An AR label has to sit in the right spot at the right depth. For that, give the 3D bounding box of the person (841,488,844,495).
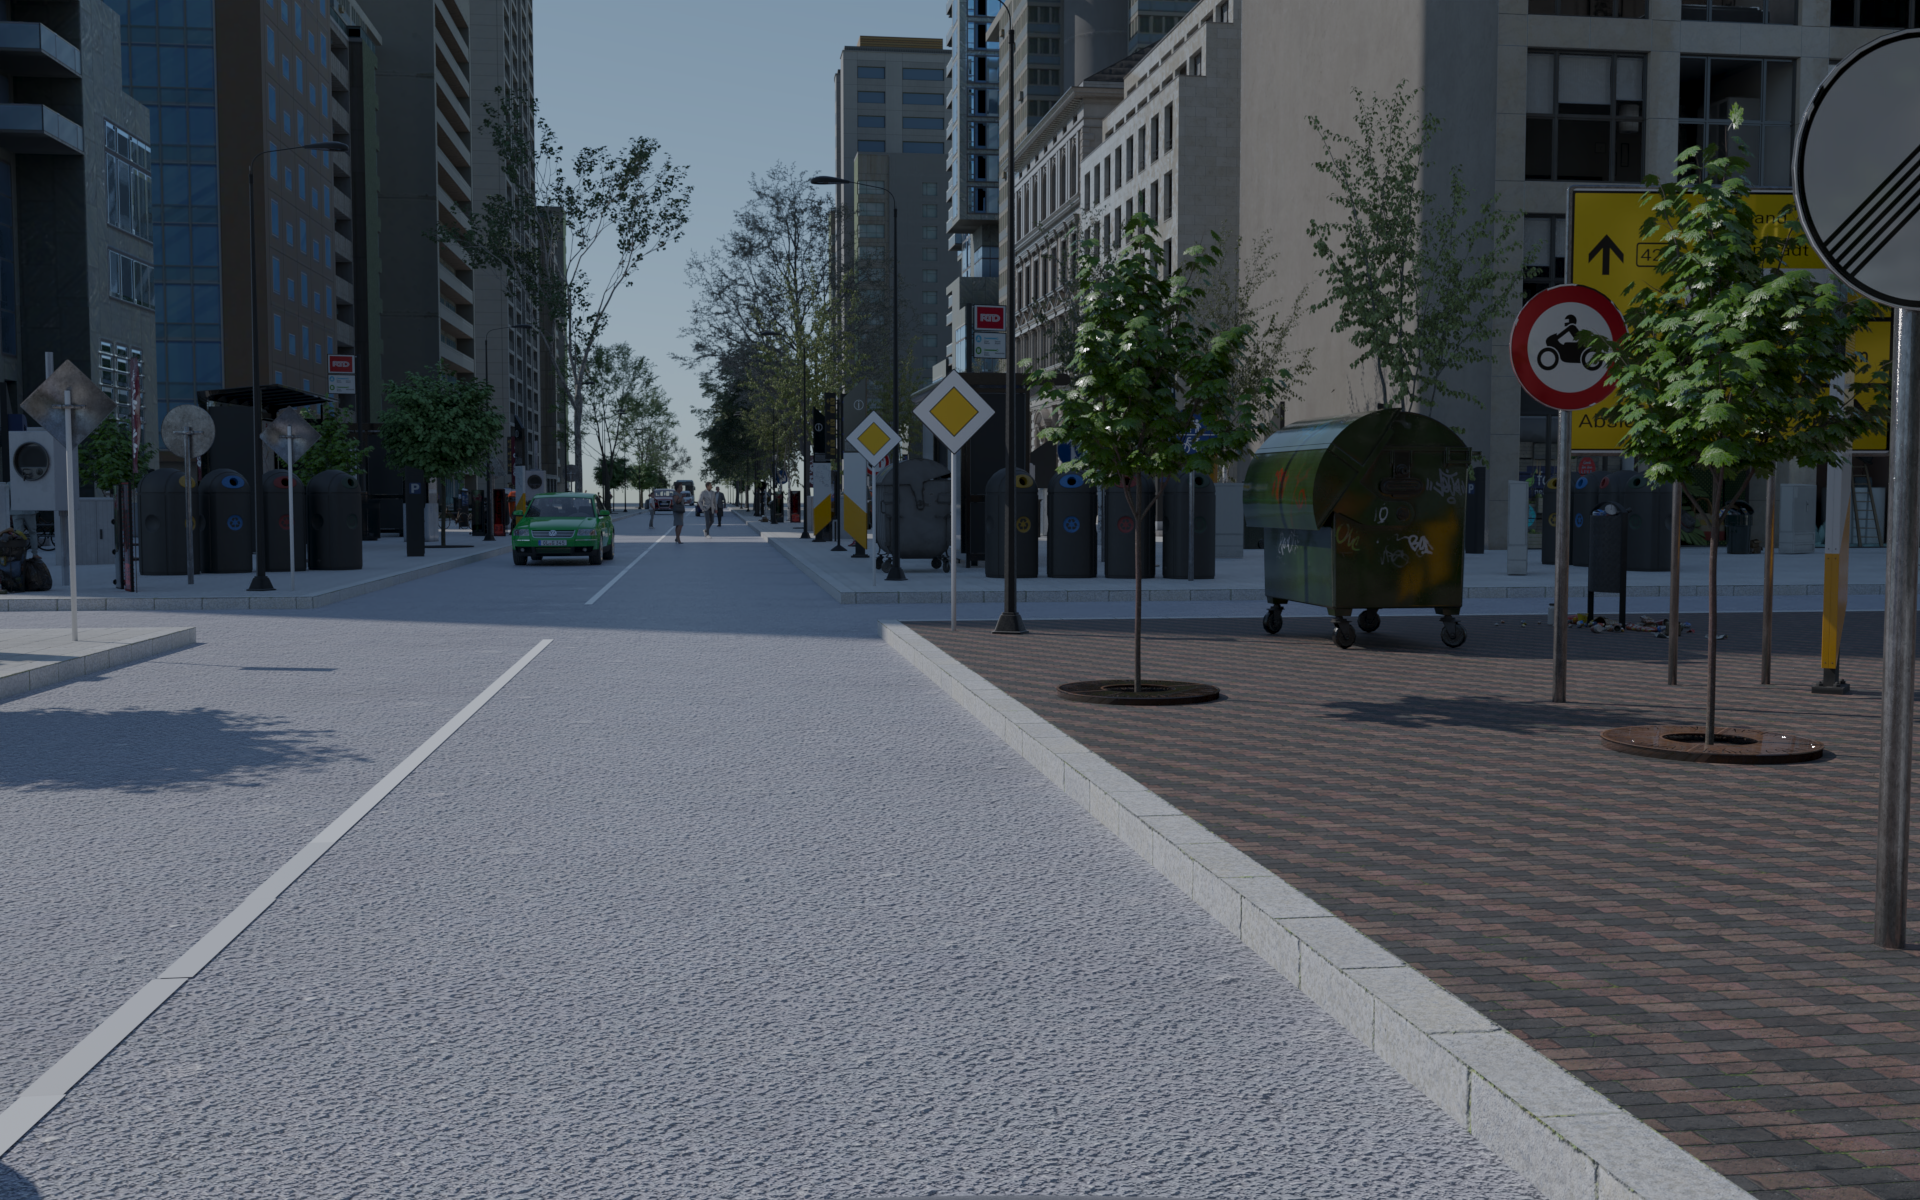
[{"bbox_3d":[-10.930,-9.610,163.244,1.350,1.814,0.705,-3,4,-36],"label":"person"}]

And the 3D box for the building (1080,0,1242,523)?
[{"bbox_3d":[11.874,-13.298,72.176,10.420,20.320,16.860,-1,4,-8],"label":"building"}]

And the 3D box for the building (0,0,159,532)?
[{"bbox_3d":[-36.884,-44.842,45.837,22.319,86.520,31.000,-1,4,-8],"label":"building"}]

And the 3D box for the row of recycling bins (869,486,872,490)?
[{"bbox_3d":[-4.091,-5.056,89.771,3.534,1.692,1.069,1,4,23],"label":"row of recycling bins"}]

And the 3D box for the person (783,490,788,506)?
[{"bbox_3d":[-12.934,-7.556,130.388,0.742,1.727,0.445,-1,4,-16],"label":"person"}]

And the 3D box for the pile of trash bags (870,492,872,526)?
[{"bbox_3d":[-3.614,-3.681,69.934,1.912,1.369,3.447,0,4,-8],"label":"pile of trash bags"}]

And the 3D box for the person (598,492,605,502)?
[{"bbox_3d":[-25.178,-6.810,120.646,0.557,1.426,1.065,3,5,44],"label":"person"}]

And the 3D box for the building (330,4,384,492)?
[{"bbox_3d":[-42.311,-20.145,101.075,14.160,30.474,14.107,-1,4,-8],"label":"building"}]

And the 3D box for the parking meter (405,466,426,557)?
[{"bbox_3d":[-11.170,-1.826,35.565,0.399,1.863,0.255,-1,4,-18],"label":"parking meter"}]

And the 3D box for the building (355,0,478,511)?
[{"bbox_3d":[-52.156,-31.674,141.578,21.300,48.544,21.600,-1,4,-8],"label":"building"}]

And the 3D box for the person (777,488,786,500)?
[{"bbox_3d":[-10.826,-6.041,105.541,0.721,1.743,1.217,-1,4,-22],"label":"person"}]

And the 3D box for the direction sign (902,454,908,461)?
[{"bbox_3d":[-3.368,-6.490,98.106,0.876,3.537,0.379,-1,4,-10],"label":"direction sign"}]

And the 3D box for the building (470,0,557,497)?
[{"bbox_3d":[-62.454,-47.803,219.827,20.563,71.187,20.611,-1,4,-8],"label":"building"}]

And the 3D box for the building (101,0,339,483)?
[{"bbox_3d":[-37.930,-26.321,80.466,14.600,45.320,14.200,-1,4,-8],"label":"building"}]

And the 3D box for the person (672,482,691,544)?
[{"bbox_3d":[-8.063,-2.518,50.033,0.532,1.782,0.716,1,4,8],"label":"person"}]

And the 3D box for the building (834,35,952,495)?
[{"bbox_3d":[-6.077,-42.153,231.201,21.231,58.520,28.212,-1,4,-8],"label":"building"}]

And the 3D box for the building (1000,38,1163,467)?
[{"bbox_3d":[9.189,-16.038,91.099,11.050,23.489,19.941,-1,4,-8],"label":"building"}]

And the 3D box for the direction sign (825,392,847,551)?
[{"bbox_3d":[-2.731,-2.870,38.926,0.379,3.537,0.876,3,4,37],"label":"direction sign"}]

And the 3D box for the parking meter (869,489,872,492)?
[{"bbox_3d":[-4.469,-4.797,86.837,0.372,1.533,0.369,0,3,0],"label":"parking meter"}]

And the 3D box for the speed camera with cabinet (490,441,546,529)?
[{"bbox_3d":[-16.426,-4.275,64.228,2.038,3.252,0.660,0,4,-5],"label":"speed camera with cabinet"}]

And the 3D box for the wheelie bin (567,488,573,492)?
[{"bbox_3d":[-21.419,-5.298,94.527,0.693,1.594,0.980,-1,4,-19],"label":"wheelie bin"}]

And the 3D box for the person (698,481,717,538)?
[{"bbox_3d":[-8.216,-2.928,56.226,0.661,1.843,0.795,-3,4,-39],"label":"person"}]

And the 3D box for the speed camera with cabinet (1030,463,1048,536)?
[{"bbox_3d":[2.284,-3.557,52.492,0.660,3.252,2.038,3,5,41],"label":"speed camera with cabinet"}]

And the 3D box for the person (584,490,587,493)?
[{"bbox_3d":[-33.205,-8.940,153.683,0.415,1.643,0.593,-1,4,-16],"label":"person"}]

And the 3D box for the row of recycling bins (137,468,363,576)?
[{"bbox_3d":[-11.640,-1.307,28.486,3.534,1.692,1.069,-3,5,-43],"label":"row of recycling bins"}]

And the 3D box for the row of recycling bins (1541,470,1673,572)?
[{"bbox_3d":[11.334,-1.415,30.252,1.069,1.692,3.534,-1,4,-10],"label":"row of recycling bins"}]

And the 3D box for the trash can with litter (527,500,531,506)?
[{"bbox_3d":[-17.728,-3.627,70.688,1.055,1.170,0.624,-2,4,-24],"label":"trash can with litter"}]

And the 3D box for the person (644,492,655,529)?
[{"bbox_3d":[-12.750,-3.702,71.618,0.523,1.515,0.503,-3,5,-43],"label":"person"}]

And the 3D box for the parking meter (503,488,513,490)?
[{"bbox_3d":[-17.571,-3.609,67.421,0.372,1.533,0.369,0,3,0],"label":"parking meter"}]

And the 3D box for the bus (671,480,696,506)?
[{"bbox_3d":[-34.802,-13.680,218.525,2.948,3.499,13.247,-1,4,-8],"label":"bus"}]

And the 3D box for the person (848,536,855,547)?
[{"bbox_3d":[-2.599,-2.216,42.280,0.388,1.821,0.555,-3,5,-41],"label":"person"}]

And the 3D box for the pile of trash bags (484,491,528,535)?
[{"bbox_3d":[-14.315,-2.763,54.927,1.912,1.369,3.447,0,4,-8],"label":"pile of trash bags"}]

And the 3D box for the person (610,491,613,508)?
[{"bbox_3d":[-32.288,-9.410,159.756,0.599,1.838,0.709,2,4,34],"label":"person"}]

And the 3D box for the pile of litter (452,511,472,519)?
[{"bbox_3d":[-24.343,-4.369,85.397,1.719,0.858,1.176,-2,4,-26],"label":"pile of litter"}]

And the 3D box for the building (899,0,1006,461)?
[{"bbox_3d":[7.235,-50.985,146.283,22.319,86.520,31.000,-1,4,-8],"label":"building"}]

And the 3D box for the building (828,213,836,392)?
[{"bbox_3d":[-12.169,-34.776,252.180,14.154,41.232,14.086,-1,4,-8],"label":"building"}]

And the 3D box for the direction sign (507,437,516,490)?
[{"bbox_3d":[-17.521,-4.661,68.198,0.876,3.537,0.379,3,4,38],"label":"direction sign"}]

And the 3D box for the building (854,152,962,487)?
[{"bbox_3d":[-5.918,-32.222,210.425,14.154,41.232,14.086,-1,4,-8],"label":"building"}]

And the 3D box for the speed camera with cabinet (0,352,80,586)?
[{"bbox_3d":[-13.394,-1.822,24.122,2.038,3.252,0.660,0,4,7],"label":"speed camera with cabinet"}]

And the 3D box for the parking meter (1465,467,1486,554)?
[{"bbox_3d":[11.077,-1.929,37.243,0.255,1.863,0.399,-1,4,-21],"label":"parking meter"}]

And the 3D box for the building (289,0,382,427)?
[{"bbox_3d":[-54.128,-26.080,118.291,32.217,40.220,23.993,-1,4,-8],"label":"building"}]

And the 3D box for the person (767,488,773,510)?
[{"bbox_3d":[-15.406,-8.132,139.737,1.217,1.736,0.721,1,4,8],"label":"person"}]

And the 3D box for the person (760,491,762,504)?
[{"bbox_3d":[-27.031,-14.011,235.266,1.348,1.807,0.705,3,5,42],"label":"person"}]

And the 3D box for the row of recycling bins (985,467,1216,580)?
[{"bbox_3d":[2.130,-1.189,26.547,3.534,1.692,1.069,0,4,6],"label":"row of recycling bins"}]

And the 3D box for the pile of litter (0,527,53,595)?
[{"bbox_3d":[-12.611,-0.524,22.535,1.176,0.858,1.719,2,4,27],"label":"pile of litter"}]

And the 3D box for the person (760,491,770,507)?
[{"bbox_3d":[-14.911,-7.670,131.538,1.350,1.814,0.705,1,4,19],"label":"person"}]

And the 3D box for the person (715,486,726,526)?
[{"bbox_3d":[-10.661,-4.123,76.313,0.661,1.777,0.834,1,4,8],"label":"person"}]

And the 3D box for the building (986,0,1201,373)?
[{"bbox_3d":[15.794,-26.222,120.611,32.217,40.220,23.993,-1,4,-8],"label":"building"}]

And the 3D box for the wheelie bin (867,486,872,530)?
[{"bbox_3d":[-3.624,-3.330,62.349,0.980,1.594,0.693,-2,4,-29],"label":"wheelie bin"}]

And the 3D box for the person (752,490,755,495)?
[{"bbox_3d":[-15.685,-7.713,132.959,0.742,1.727,0.445,1,4,22],"label":"person"}]

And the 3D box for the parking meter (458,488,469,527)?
[{"bbox_3d":[-19.419,-3.630,67.754,0.372,1.533,0.369,0,3,0],"label":"parking meter"}]

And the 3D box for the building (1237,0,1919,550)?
[{"bbox_3d":[27.549,-15.058,50.716,34.151,26.468,19.350,-1,4,-8],"label":"building"}]

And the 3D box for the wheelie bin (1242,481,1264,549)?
[{"bbox_3d":[6.780,-1.990,40.449,0.693,1.594,0.980,-2,4,-24],"label":"wheelie bin"}]

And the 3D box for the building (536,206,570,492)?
[{"bbox_3d":[-61.677,-33.932,238.374,14.154,41.232,14.086,-1,4,-8],"label":"building"}]

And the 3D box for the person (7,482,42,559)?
[{"bbox_3d":[-18.346,-1.700,33.932,0.635,1.810,0.391,-3,4,-36],"label":"person"}]
